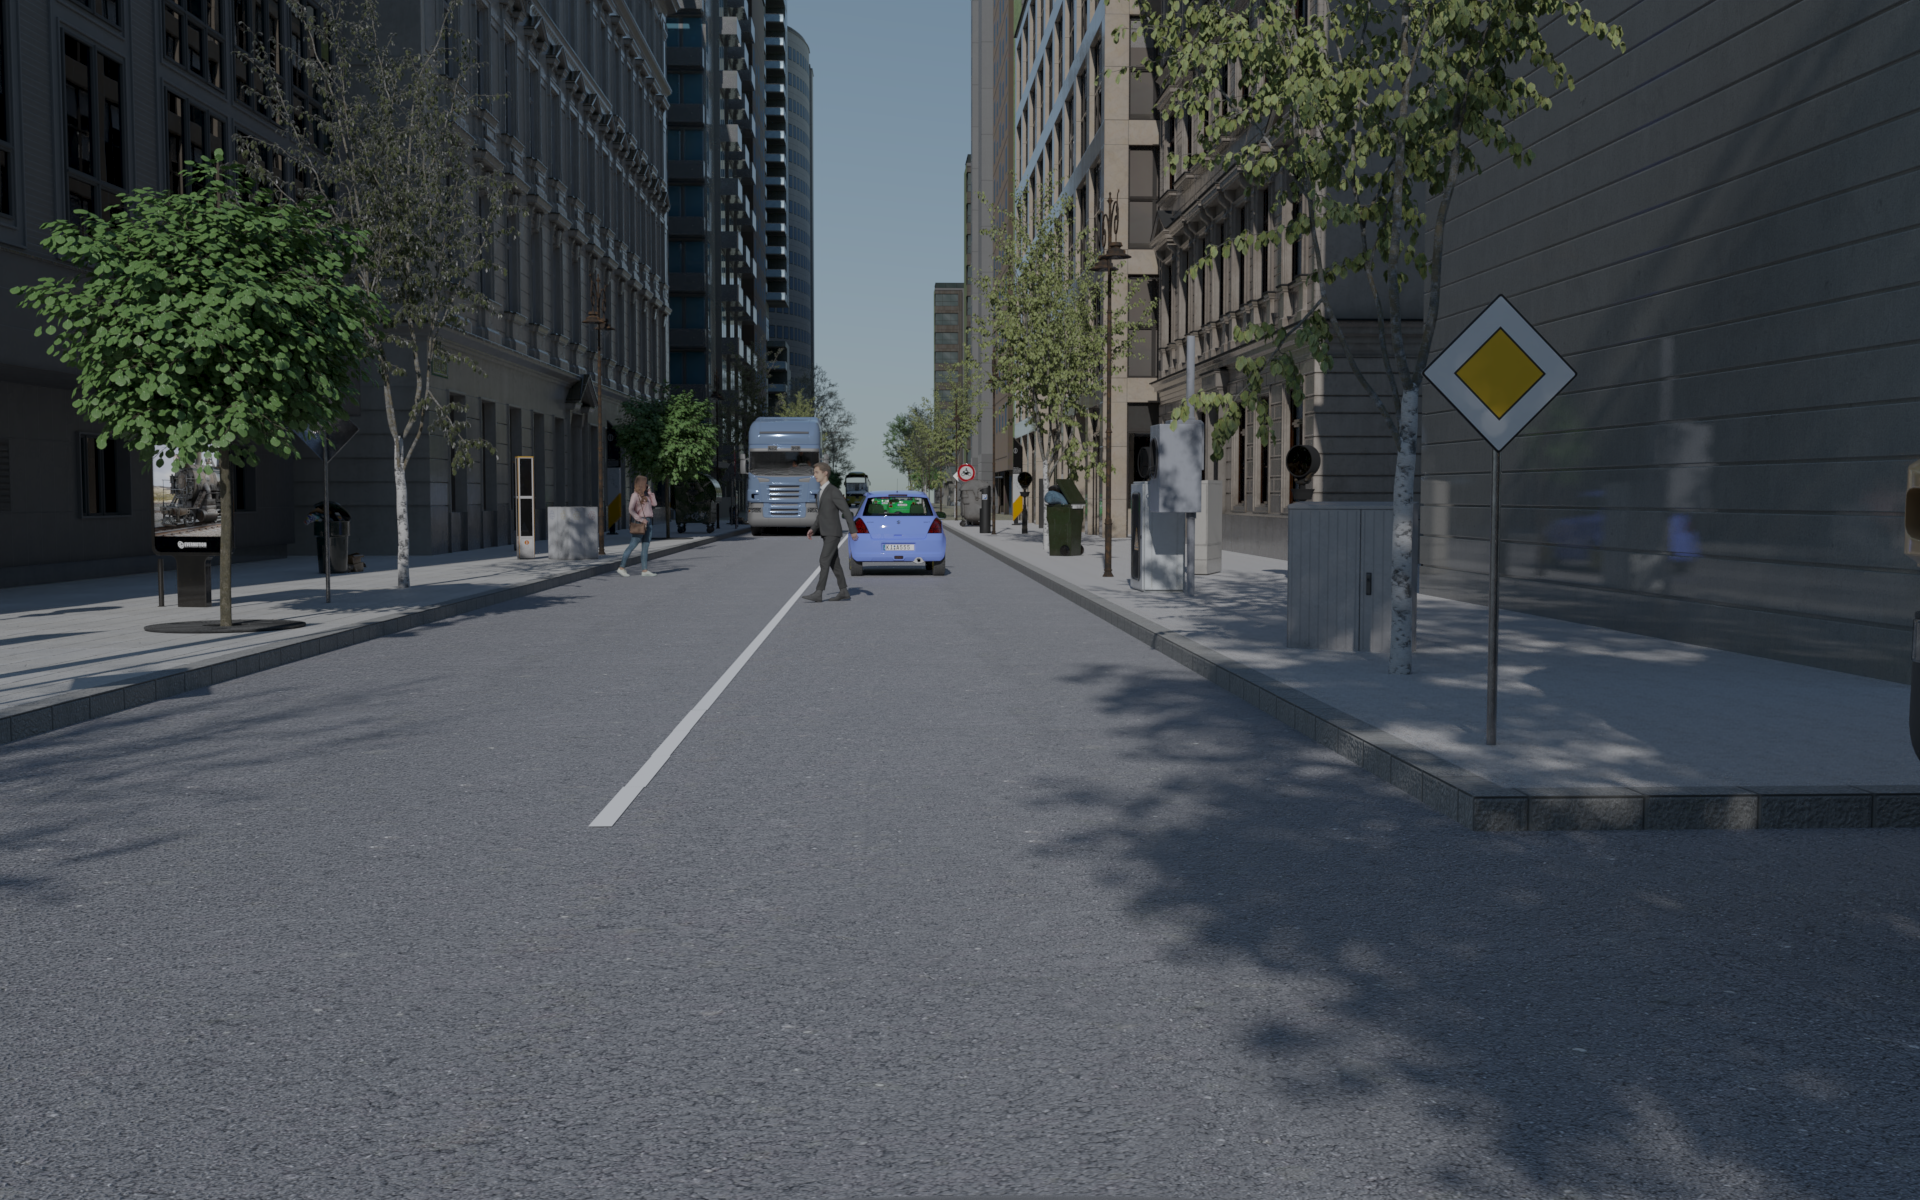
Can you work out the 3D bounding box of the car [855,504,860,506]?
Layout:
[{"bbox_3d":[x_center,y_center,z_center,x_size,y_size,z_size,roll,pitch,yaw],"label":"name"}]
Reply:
[{"bbox_3d":[-11.483,-11.852,203.558,2.009,1.686,4.222,0,4,-4],"label":"car"}]

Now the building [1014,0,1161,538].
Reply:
[{"bbox_3d":[13.006,-16.070,67.262,19.350,26.468,34.151,0,4,-3],"label":"building"}]

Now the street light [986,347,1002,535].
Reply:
[{"bbox_3d":[1.070,-5.005,54.614,0.468,5.910,1.993,0,4,-3],"label":"street light"}]

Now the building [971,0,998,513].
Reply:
[{"bbox_3d":[11.293,-35.868,128.443,21.231,58.520,28.212,0,4,-3],"label":"building"}]

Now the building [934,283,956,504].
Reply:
[{"bbox_3d":[3.372,-28.441,236.713,14.160,30.474,14.107,0,4,-3],"label":"building"}]

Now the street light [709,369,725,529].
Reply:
[{"bbox_3d":[-8.976,-5.582,64.061,0.468,5.910,1.993,0,4,-3],"label":"street light"}]

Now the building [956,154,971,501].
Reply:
[{"bbox_3d":[7.259,-23.154,150.262,14.160,30.474,14.107,0,4,-3],"label":"building"}]

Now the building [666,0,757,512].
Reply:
[{"bbox_3d":[-26.070,-30.694,121.456,23.786,49.044,30.456,0,4,-3],"label":"building"}]

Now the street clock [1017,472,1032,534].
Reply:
[{"bbox_3d":[2.089,-3.137,55.862,0.471,2.002,0.358,0,4,5],"label":"street clock"}]

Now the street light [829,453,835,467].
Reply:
[{"bbox_3d":[-14.784,-13.687,196.565,0.468,5.910,1.993,0,4,-3],"label":"street light"}]

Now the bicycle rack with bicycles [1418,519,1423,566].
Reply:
[{"bbox_3d":[8.433,-0.897,28.053,2.852,0.926,2.925,2,4,31],"label":"bicycle rack with bicycles"}]

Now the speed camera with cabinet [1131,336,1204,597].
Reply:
[{"bbox_3d":[2.655,-1.719,22.439,0.660,3.252,2.038,0,4,-4],"label":"speed camera with cabinet"}]

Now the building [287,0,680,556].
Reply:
[{"bbox_3d":[-19.838,-17.113,56.210,17.030,29.872,44.131,0,4,-3],"label":"building"}]

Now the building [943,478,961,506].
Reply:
[{"bbox_3d":[14.181,-32.170,217.860,32.217,40.220,23.993,0,4,-3],"label":"building"}]

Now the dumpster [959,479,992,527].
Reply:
[{"bbox_3d":[0.608,-3.821,68.226,1.264,1.857,1.865,0,4,-2],"label":"dumpster"}]

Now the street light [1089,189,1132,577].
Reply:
[{"bbox_3d":[2.296,-3.295,26.667,0.468,5.910,1.993,0,4,-3],"label":"street light"}]

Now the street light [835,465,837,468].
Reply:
[{"bbox_3d":[-16.096,-15.421,224.926,0.468,5.910,1.993,0,4,-3],"label":"street light"}]

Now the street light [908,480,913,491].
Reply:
[{"bbox_3d":[-7.211,-16.520,242.891,0.468,5.910,1.993,0,4,-3],"label":"street light"}]

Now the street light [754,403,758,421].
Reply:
[{"bbox_3d":[-9.961,-6.900,85.600,0.468,5.910,1.993,0,4,-3],"label":"street light"}]

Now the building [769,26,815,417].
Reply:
[{"bbox_3d":[-29.158,-41.138,214.607,21.231,58.520,28.212,0,4,-3],"label":"building"}]

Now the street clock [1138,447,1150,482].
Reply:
[{"bbox_3d":[2.930,-1.358,26.771,0.358,2.002,0.471,-1,4,-15],"label":"street clock"}]

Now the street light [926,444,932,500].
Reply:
[{"bbox_3d":[-2.355,-9.743,132.081,0.468,5.910,1.993,0,4,-3],"label":"street light"}]

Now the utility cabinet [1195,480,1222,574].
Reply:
[{"bbox_3d":[3.937,-1.170,27.812,0.318,1.500,1.173,1,4,20],"label":"utility cabinet"}]

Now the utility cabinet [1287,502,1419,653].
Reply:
[{"bbox_3d":[3.225,-0.190,14.274,1.020,1.237,0.306,2,4,31],"label":"utility cabinet"}]

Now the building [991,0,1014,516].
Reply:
[{"bbox_3d":[9.374,-27.979,107.574,14.600,45.320,14.200,0,4,-3],"label":"building"}]

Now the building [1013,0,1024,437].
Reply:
[{"bbox_3d":[9.766,-25.076,93.586,14.154,41.232,14.086,0,4,-3],"label":"building"}]

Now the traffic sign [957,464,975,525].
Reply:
[{"bbox_3d":[0.267,-4.426,72.469,0.768,2.556,0.104,0,4,4],"label":"traffic sign"}]

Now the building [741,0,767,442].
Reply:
[{"bbox_3d":[-23.570,-30.207,143.988,14.600,45.320,14.200,0,4,-3],"label":"building"}]

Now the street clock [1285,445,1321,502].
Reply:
[{"bbox_3d":[5.056,-1.284,25.570,0.358,2.002,0.471,-3,5,-45],"label":"street clock"}]

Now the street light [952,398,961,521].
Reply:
[{"bbox_3d":[-0.174,-6.771,83.500,0.468,5.910,1.993,0,4,-3],"label":"street light"}]

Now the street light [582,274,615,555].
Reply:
[{"bbox_3d":[-7.589,-3.897,36.500,0.468,5.910,1.993,0,4,-3],"label":"street light"}]

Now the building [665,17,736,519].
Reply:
[{"bbox_3d":[-29.019,-24.619,94.395,32.217,40.220,23.993,0,4,-3],"label":"building"}]

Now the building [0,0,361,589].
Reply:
[{"bbox_3d":[-18.275,-13.962,21.789,14.314,27.812,24.014,0,4,-3],"label":"building"}]

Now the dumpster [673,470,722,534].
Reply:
[{"bbox_3d":[-8.684,-3.336,57.039,1.502,2.255,1.985,0,4,-2],"label":"dumpster"}]

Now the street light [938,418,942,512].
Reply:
[{"bbox_3d":[-1.135,-7.983,103.314,0.468,5.910,1.993,0,4,-3],"label":"street light"}]

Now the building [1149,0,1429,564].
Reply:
[{"bbox_3d":[10.657,-10.749,40.371,10.561,19.102,19.286,0,4,-3],"label":"building"}]

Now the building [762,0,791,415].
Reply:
[{"bbox_3d":[-28.118,-53.262,183.512,22.319,86.520,31.000,0,4,-3],"label":"building"}]

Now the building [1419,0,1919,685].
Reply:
[{"bbox_3d":[20.859,-14.618,16.494,29.804,29.767,11.434,0,4,-3],"label":"building"}]

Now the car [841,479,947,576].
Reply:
[{"bbox_3d":[-1.189,-1.345,31.586,1.945,1.707,3.694,0,4,-4],"label":"car"}]
